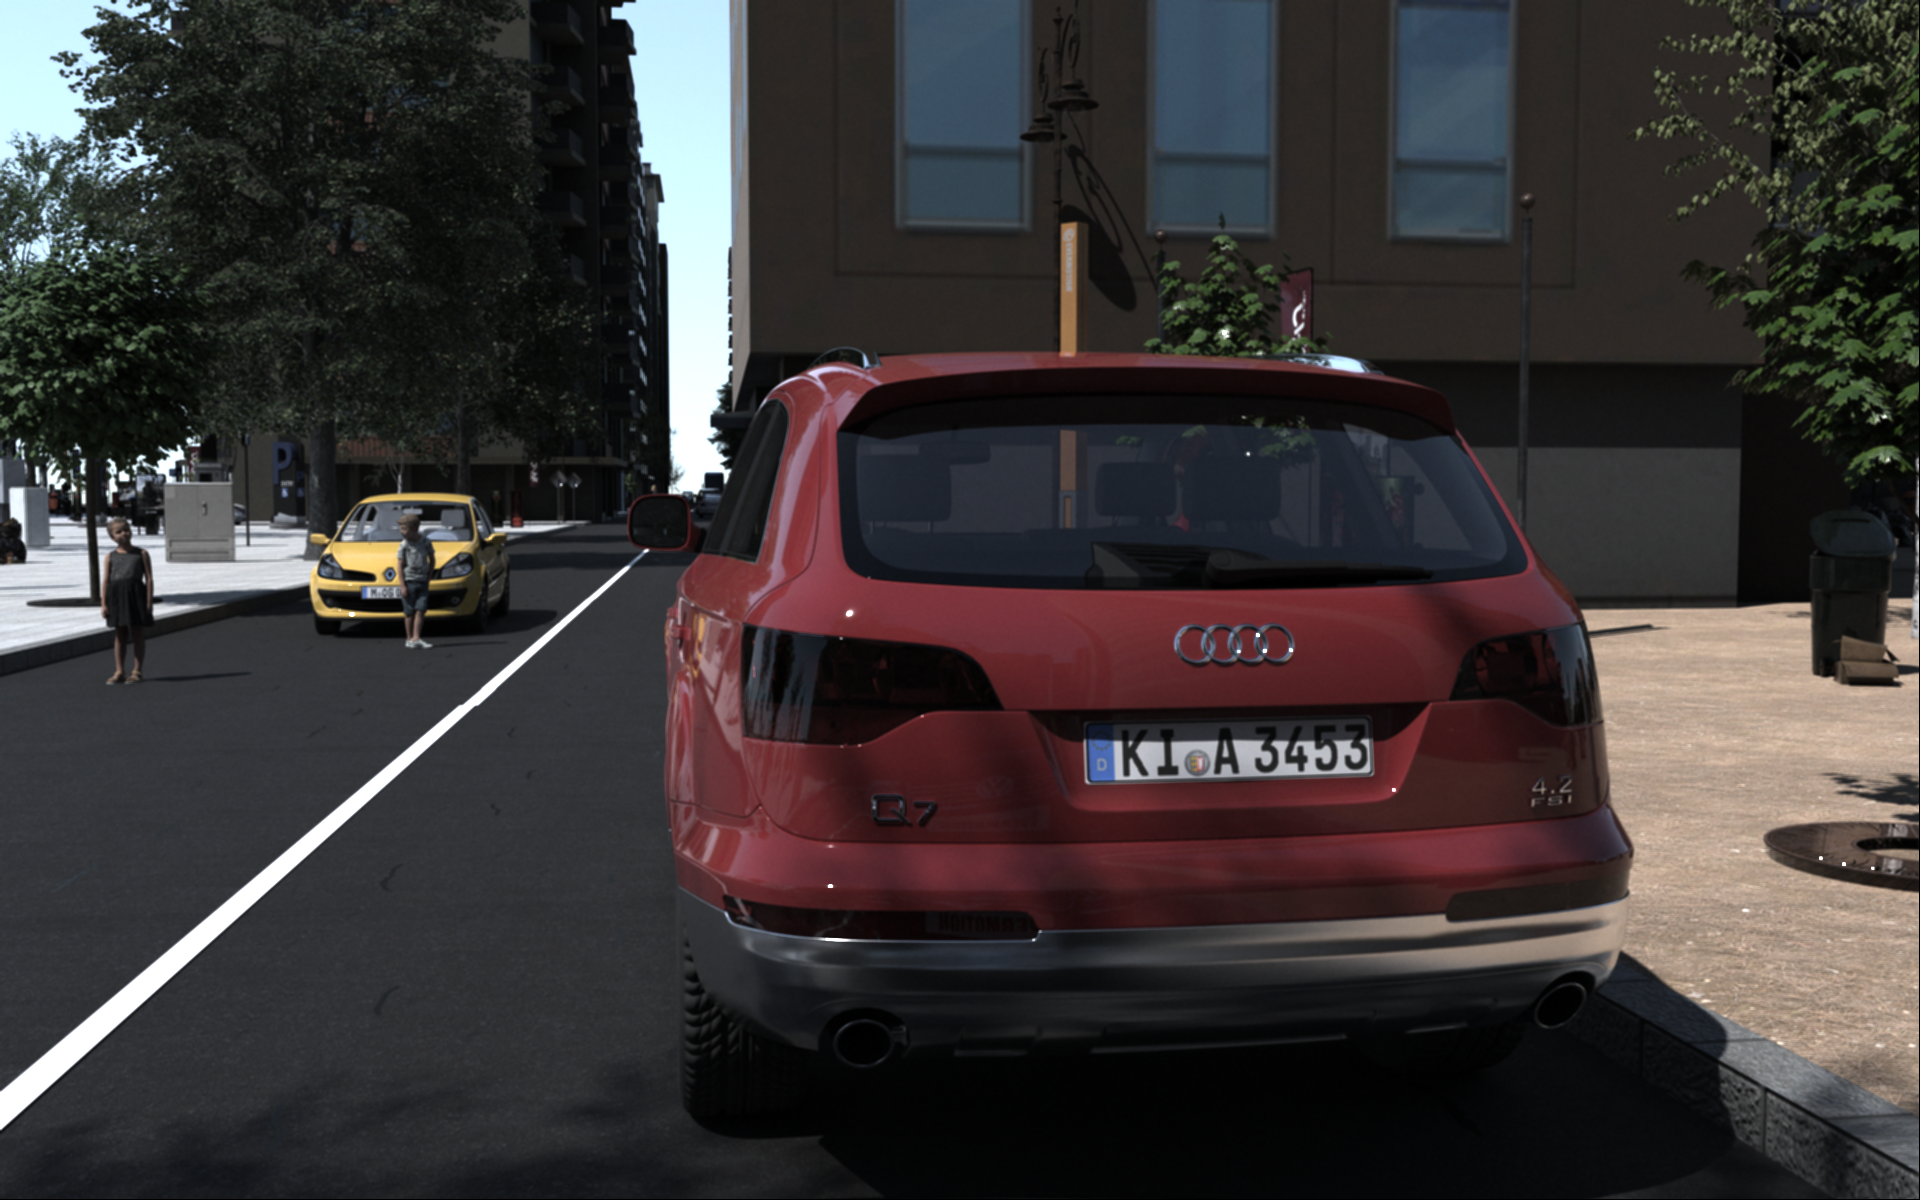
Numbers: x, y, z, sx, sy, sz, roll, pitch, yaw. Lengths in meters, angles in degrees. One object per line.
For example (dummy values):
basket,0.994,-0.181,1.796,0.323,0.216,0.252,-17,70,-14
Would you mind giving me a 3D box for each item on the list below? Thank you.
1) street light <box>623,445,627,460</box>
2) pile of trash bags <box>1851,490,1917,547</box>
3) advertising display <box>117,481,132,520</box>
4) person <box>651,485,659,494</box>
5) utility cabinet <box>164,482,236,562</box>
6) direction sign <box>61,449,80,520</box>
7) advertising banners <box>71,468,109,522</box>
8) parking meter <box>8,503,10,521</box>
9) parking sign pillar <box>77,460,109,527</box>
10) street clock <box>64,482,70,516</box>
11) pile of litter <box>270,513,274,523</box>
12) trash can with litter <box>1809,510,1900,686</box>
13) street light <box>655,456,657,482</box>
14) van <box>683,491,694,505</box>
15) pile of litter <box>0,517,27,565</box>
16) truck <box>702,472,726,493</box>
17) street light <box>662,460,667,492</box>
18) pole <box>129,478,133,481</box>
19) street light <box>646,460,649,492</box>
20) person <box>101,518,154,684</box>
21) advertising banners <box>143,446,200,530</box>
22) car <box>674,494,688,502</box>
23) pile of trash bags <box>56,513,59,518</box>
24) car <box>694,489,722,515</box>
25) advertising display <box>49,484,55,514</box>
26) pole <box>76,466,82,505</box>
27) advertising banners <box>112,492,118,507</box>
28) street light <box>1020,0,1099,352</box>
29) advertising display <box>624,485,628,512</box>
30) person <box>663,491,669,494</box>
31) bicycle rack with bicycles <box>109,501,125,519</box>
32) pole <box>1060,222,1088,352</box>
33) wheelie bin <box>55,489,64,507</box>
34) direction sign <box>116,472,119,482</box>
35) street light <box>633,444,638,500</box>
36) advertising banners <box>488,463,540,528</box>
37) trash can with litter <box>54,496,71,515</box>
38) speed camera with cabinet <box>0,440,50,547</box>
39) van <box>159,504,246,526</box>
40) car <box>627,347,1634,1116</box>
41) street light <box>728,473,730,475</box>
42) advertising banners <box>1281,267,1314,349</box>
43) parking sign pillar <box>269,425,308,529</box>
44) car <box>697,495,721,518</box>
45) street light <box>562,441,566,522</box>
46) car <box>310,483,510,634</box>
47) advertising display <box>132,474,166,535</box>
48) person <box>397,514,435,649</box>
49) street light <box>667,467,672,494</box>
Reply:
street light,-26.029,-9.864,134.068,0.468,5.910,1.993,-1,4,-8
pile of trash bags,22.396,-1.987,42.234,3.447,1.369,1.912,-2,4,-31
advertising display,-41.575,-4.977,86.581,0.974,1.923,0.123,-2,4,-27
person,-11.868,-3.705,69.298,1.509,1.804,0.699,-3,5,-43
utility cabinet,-14.267,-1.457,32.509,1.173,1.500,0.318,-1,4,-16
direction sign,-44.740,-5.819,87.133,0.876,3.537,0.379,-1,4,-14
advertising banners,-40.279,-5.135,80.145,2.074,3.025,0.090,1,4,16
parking meter,-43.514,-4.494,79.193,0.399,1.863,0.255,-2,4,-30
parking sign pillar,-33.502,-4.815,67.197,1.447,3.967,1.447,-1,4,-15
street clock,-52.670,-5.971,102.203,0.358,2.002,0.471,0,4,-7
pile of litter,-30.009,-3.870,77.244,1.176,0.858,1.719,3,5,44
trash can with litter,6.261,-0.035,11.968,0.624,1.170,1.055,1,4,13
street light,-36.855,-14.497,209.814,0.468,5.910,1.993,-1,4,-8
van,-35.754,-13.488,227.542,2.013,2.044,4.112,-1,4,-8
pile of litter,-17.831,-1.102,31.980,1.176,0.858,1.719,-1,4,-11
truck,-29.464,-13.386,208.614,2.967,4.110,18.799,-1,4,-9
street light,-40.801,-16.201,237.680,0.468,5.910,1.993,-1,4,-8
pole,-51.627,-6.975,107.892,0.158,3.312,0.155,0,3,0
street light,-32.871,-12.815,182.317,0.468,5.910,1.993,-1,4,-8
person,-6.316,0.002,13.145,0.362,1.253,0.373,0,4,-7
advertising banners,-28.483,-4.068,62.697,2.074,3.025,0.090,-1,4,-15
car,-29.023,-10.190,178.399,2.131,1.459,4.920,0,4,-7
pile of trash bags,-50.543,-5.188,94.582,3.447,1.369,1.912,1,4,23
car,-17.757,-6.992,122.993,2.281,1.827,5.304,-1,4,-8
advertising display,-57.950,-6.444,110.574,0.123,1.923,0.974,-1,4,-16
pole,-65.166,-8.199,127.896,0.158,3.312,0.155,0,3,0
advertising banners,-63.782,-8.235,130.836,2.074,3.025,0.090,0,4,-7
street light,0.928,-2.677,16.556,0.468,5.910,1.993,-1,4,-8
advertising display,-24.042,-7.307,124.687,0.123,1.923,0.974,0,4,-4
person,-31.659,-10.830,186.367,0.742,1.727,0.445,-1,4,-9
bicycle rack with bicycles,-43.839,-4.784,91.597,2.852,0.926,2.925,-1,4,-10
pole,0.865,-1.181,13.157,0.158,3.312,0.155,0,3,0
wheelie bin,-60.436,-6.596,115.760,0.980,1.594,0.693,-2,4,-31
direction sign,-68.570,-9.118,141.077,0.379,3.537,0.876,-1,4,-15
street light,-29.054,-11.141,154.940,0.468,5.910,1.993,-1,4,-8
advertising banners,-17.022,-4.290,66.336,2.074,3.025,0.090,-2,4,-27
trash can with litter,-55.056,-5.800,106.216,1.055,1.170,0.624,0,4,5
speed camera with cabinet,-23.115,-2.952,42.601,2.038,3.252,0.660,3,5,41
van,-32.369,-4.062,73.427,4.112,2.044,2.013,-1,4,-9
car,0.066,0.184,5.664,2.281,1.827,5.304,-1,4,-10
street light,-41.602,-20.742,311.910,0.468,5.910,1.993,-1,4,-8
advertising banners,2.864,-1.023,12.913,0.090,3.025,2.074,-1,4,-17
parking sign pillar,-25.018,-4.654,64.559,1.447,3.967,1.447,2,4,31
car,-14.907,-5.662,104.928,2.083,1.381,4.827,-1,4,-9
street light,-18.167,-6.516,79.323,0.468,5.910,1.993,-1,4,-8
car,-5.963,-0.539,19.033,2.015,1.641,3.980,-1,4,-9
advertising display,-25.564,-3.029,54.741,0.974,1.923,0.123,0,4,4
person,-5.053,-0.179,16.113,0.332,1.250,0.352,0,4,7
street light,-44.865,-17.906,265.552,0.468,5.910,1.993,-1,4,-8
